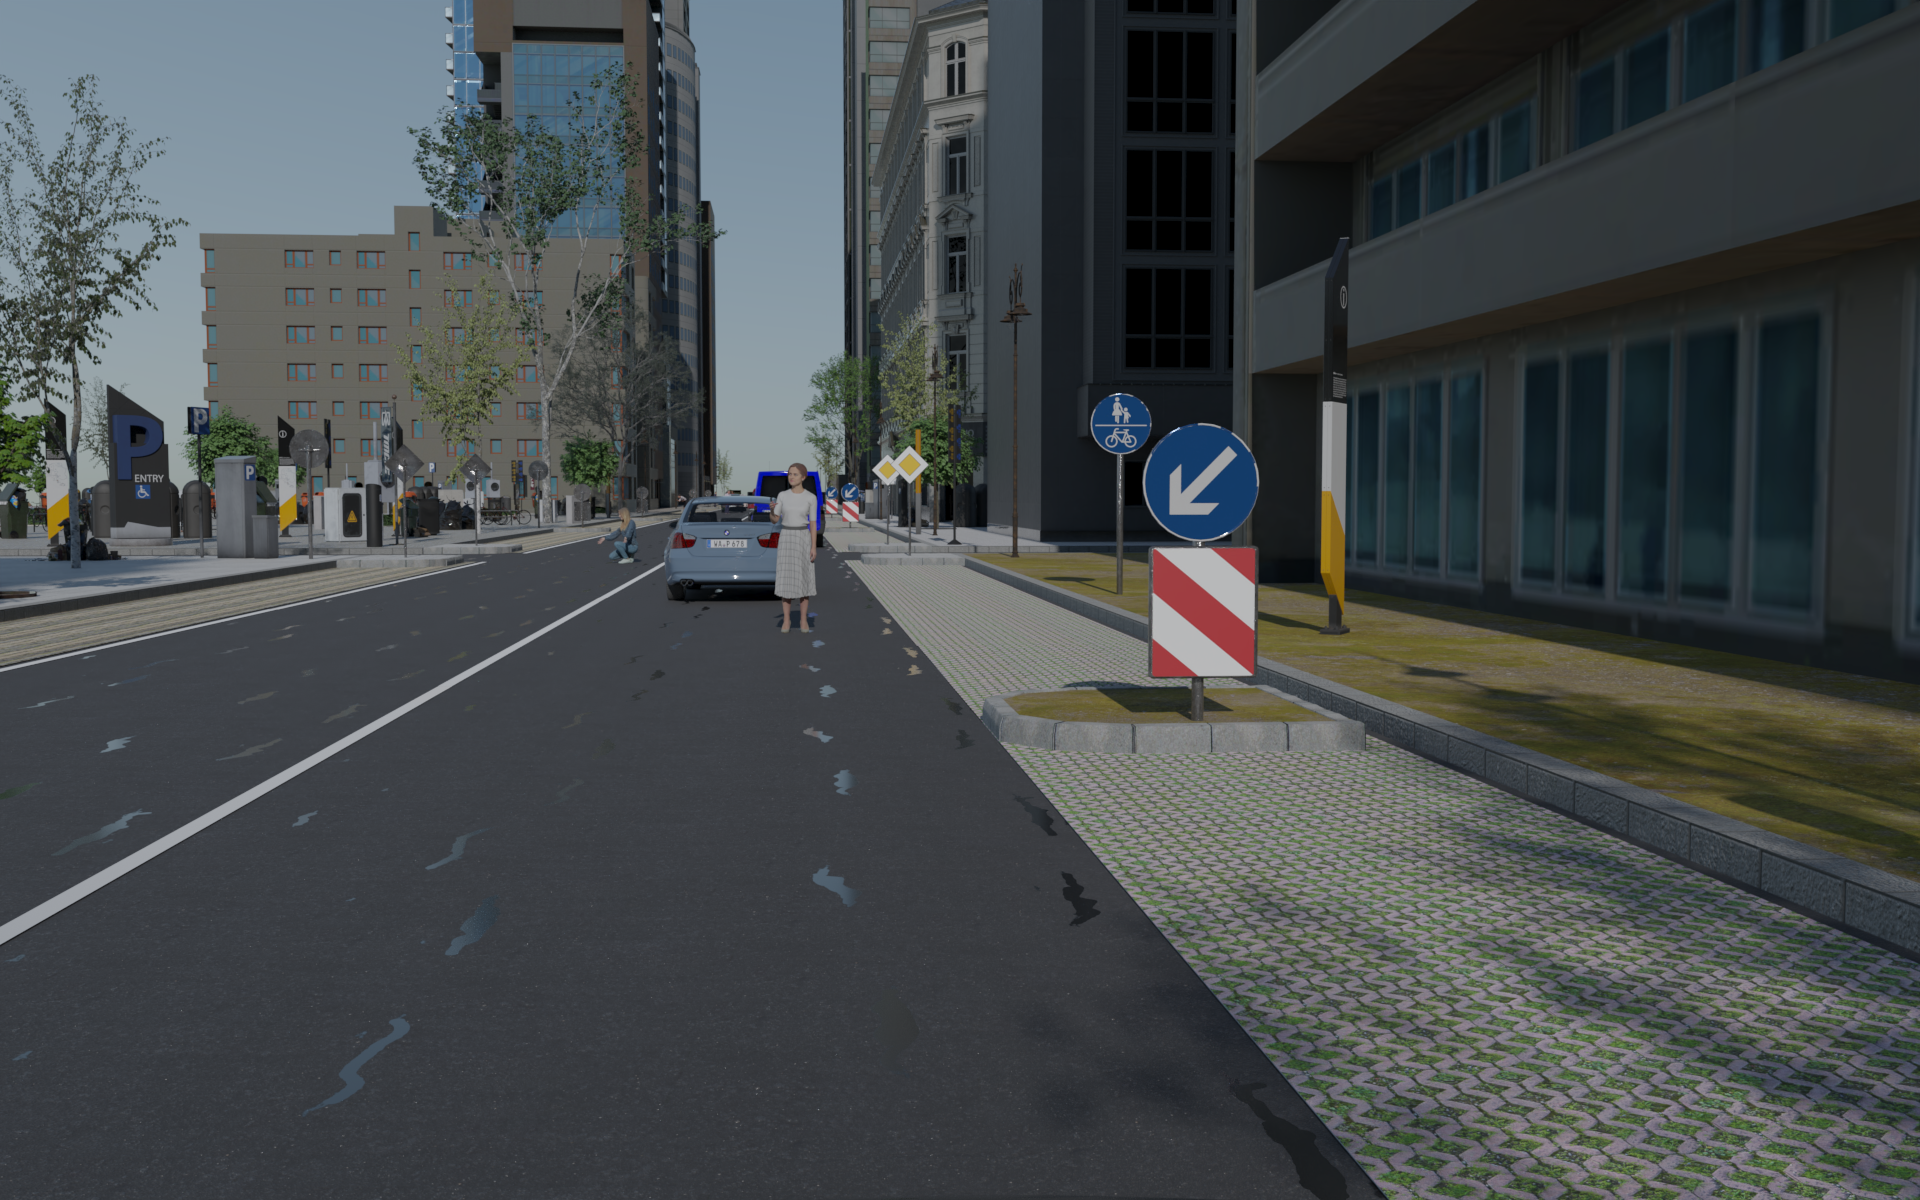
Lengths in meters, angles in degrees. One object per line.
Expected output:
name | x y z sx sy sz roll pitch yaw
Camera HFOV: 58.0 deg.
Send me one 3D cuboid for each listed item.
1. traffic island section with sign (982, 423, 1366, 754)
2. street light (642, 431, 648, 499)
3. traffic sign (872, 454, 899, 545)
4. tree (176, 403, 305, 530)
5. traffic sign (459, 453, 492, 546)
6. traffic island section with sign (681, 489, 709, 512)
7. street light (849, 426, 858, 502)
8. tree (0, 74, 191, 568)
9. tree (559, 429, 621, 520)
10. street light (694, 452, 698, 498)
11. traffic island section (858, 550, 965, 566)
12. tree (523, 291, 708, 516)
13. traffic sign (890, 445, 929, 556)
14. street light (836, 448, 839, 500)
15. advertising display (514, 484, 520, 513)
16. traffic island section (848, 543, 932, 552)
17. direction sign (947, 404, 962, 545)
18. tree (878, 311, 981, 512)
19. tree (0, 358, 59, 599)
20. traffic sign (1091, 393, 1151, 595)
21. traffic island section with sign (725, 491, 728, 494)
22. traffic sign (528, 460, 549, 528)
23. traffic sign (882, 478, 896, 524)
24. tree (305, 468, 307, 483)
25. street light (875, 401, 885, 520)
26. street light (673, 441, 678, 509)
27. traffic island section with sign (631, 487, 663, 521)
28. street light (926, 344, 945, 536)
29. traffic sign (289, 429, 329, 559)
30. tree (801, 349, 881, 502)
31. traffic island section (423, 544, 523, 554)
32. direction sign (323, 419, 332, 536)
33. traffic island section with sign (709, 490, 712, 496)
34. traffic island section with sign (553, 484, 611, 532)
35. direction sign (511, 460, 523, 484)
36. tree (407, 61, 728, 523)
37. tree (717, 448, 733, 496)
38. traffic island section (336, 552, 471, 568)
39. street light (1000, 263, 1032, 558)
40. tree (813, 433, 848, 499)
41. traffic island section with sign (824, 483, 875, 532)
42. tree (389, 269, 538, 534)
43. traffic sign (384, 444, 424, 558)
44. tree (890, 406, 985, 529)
traffic island section with sign | 1.172 -0.112 10.462 1.989 1.847 2.006 0 4 -6
street light | -21.624 -8.943 119.007 0.468 5.910 1.993 0 4 -6
traffic sign | -1.832 -2.458 43.838 0.795 2.450 0.064 0 4 -6
tree | -26.447 -4.809 62.343 4.285 4.588 4.351 0 3 0
traffic sign | -11.978 -2.398 42.857 0.795 2.450 0.064 0 4 -6
traffic island section with sign | -21.849 -8.165 142.120 1.989 1.847 2.006 0 4 -6
street light | -7.148 -8.908 118.437 0.468 5.910 1.993 0 4 -6
tree | -15.539 -4.850 29.663 4.360 8.622 3.978 0 3 0
tree | -18.630 -6.316 86.984 4.285 4.588 4.351 0 3 0
street light | -28.082 -12.956 184.612 0.468 5.910 1.993 0 4 -6
traffic island section | -1.021 -0.837 35.971 2.009 0.180 2.903 0 4 -6
tree | -20.126 -11.742 102.348 12.009 13.543 11.850 0 3 0
traffic sign | -1.044 -1.972 35.892 0.795 2.450 0.064 0 4 -6
street light | -11.506 -11.561 161.812 0.468 5.910 1.993 0 4 -6
advertising display | -28.255 -6.434 110.410 0.123 1.923 0.974 0 4 0
traffic island section | -1.809 -1.323 43.918 2.009 0.180 2.903 0 4 -6
direction sign | -0.137 -3.167 43.776 0.379 3.537 0.876 1 4 20
tree | -1.524 -7.289 69.531 4.737 8.622 4.395 0 3 0
tree | -11.923 -1.638 21.380 1.663 3.219 1.824 0 3 0
traffic sign | 2.038 -1.341 22.031 0.768 2.556 0.104 0 4 -1
traffic island section with sign | -32.687 -14.852 251.459 1.989 1.847 2.006 0 4 -6
traffic sign | -15.911 -3.992 65.379 0.768 2.556 0.104 0 4 1
traffic sign | -3.003 -4.358 73.387 0.606 2.300 0.079 0 4 -1
tree | -39.784 -7.219 101.752 4.285 4.588 4.351 0 3 0
street light | -3.926 -6.926 86.024 0.468 5.910 1.993 0 4 -6
street light | -24.848 -10.926 151.420 0.468 5.910 1.993 0 4 -6
traffic island section with sign | -16.932 -5.132 92.533 1.989 1.847 2.006 0 4 -6
street light | -0.772 -4.932 53.424 0.468 5.910 1.993 0 4 -6
traffic sign | -12.810 -2.079 34.105 0.768 2.556 0.104 0 4 -3
tree | -7.498 -12.086 123.361 9.928 11.665 9.643 0 3 0
traffic island section | -12.001 -1.262 42.916 2.009 0.180 2.903 0 4 -6
direction sign | -19.106 -3.694 52.397 0.379 3.537 0.876 -1 4 -9
traffic island section with sign | -24.496 -9.805 168.945 1.989 1.847 2.006 0 4 -6
traffic island section with sign | -14.248 -3.475 65.450 1.989 1.847 2.006 0 4 -6
direction sign | -29.610 -7.576 115.857 0.876 3.537 0.379 1 4 20
tree | -16.818 -13.404 75.045 12.611 20.169 13.585 0 3 0
tree | -37.655 -19.803 274.140 4.737 8.622 4.395 0 3 0
traffic island section | -11.213 -0.776 34.970 2.009 0.180 2.903 0 4 -6
street light | 1.115 -3.797 34.869 0.468 5.910 1.993 0 4 -6
tree | -15.371 -15.511 203.973 4.737 8.622 4.395 0 3 0
traffic island section with sign | -4.267 -3.467 65.319 1.989 1.847 2.006 0 4 -6
tree | -15.898 -6.464 56.047 4.737 8.622 4.395 0 3 0
traffic sign | -11.191 -1.912 34.910 0.795 2.450 0.064 0 4 -6
tree | -0.892 -4.871 63.352 4.285 4.588 4.351 0 3 0
